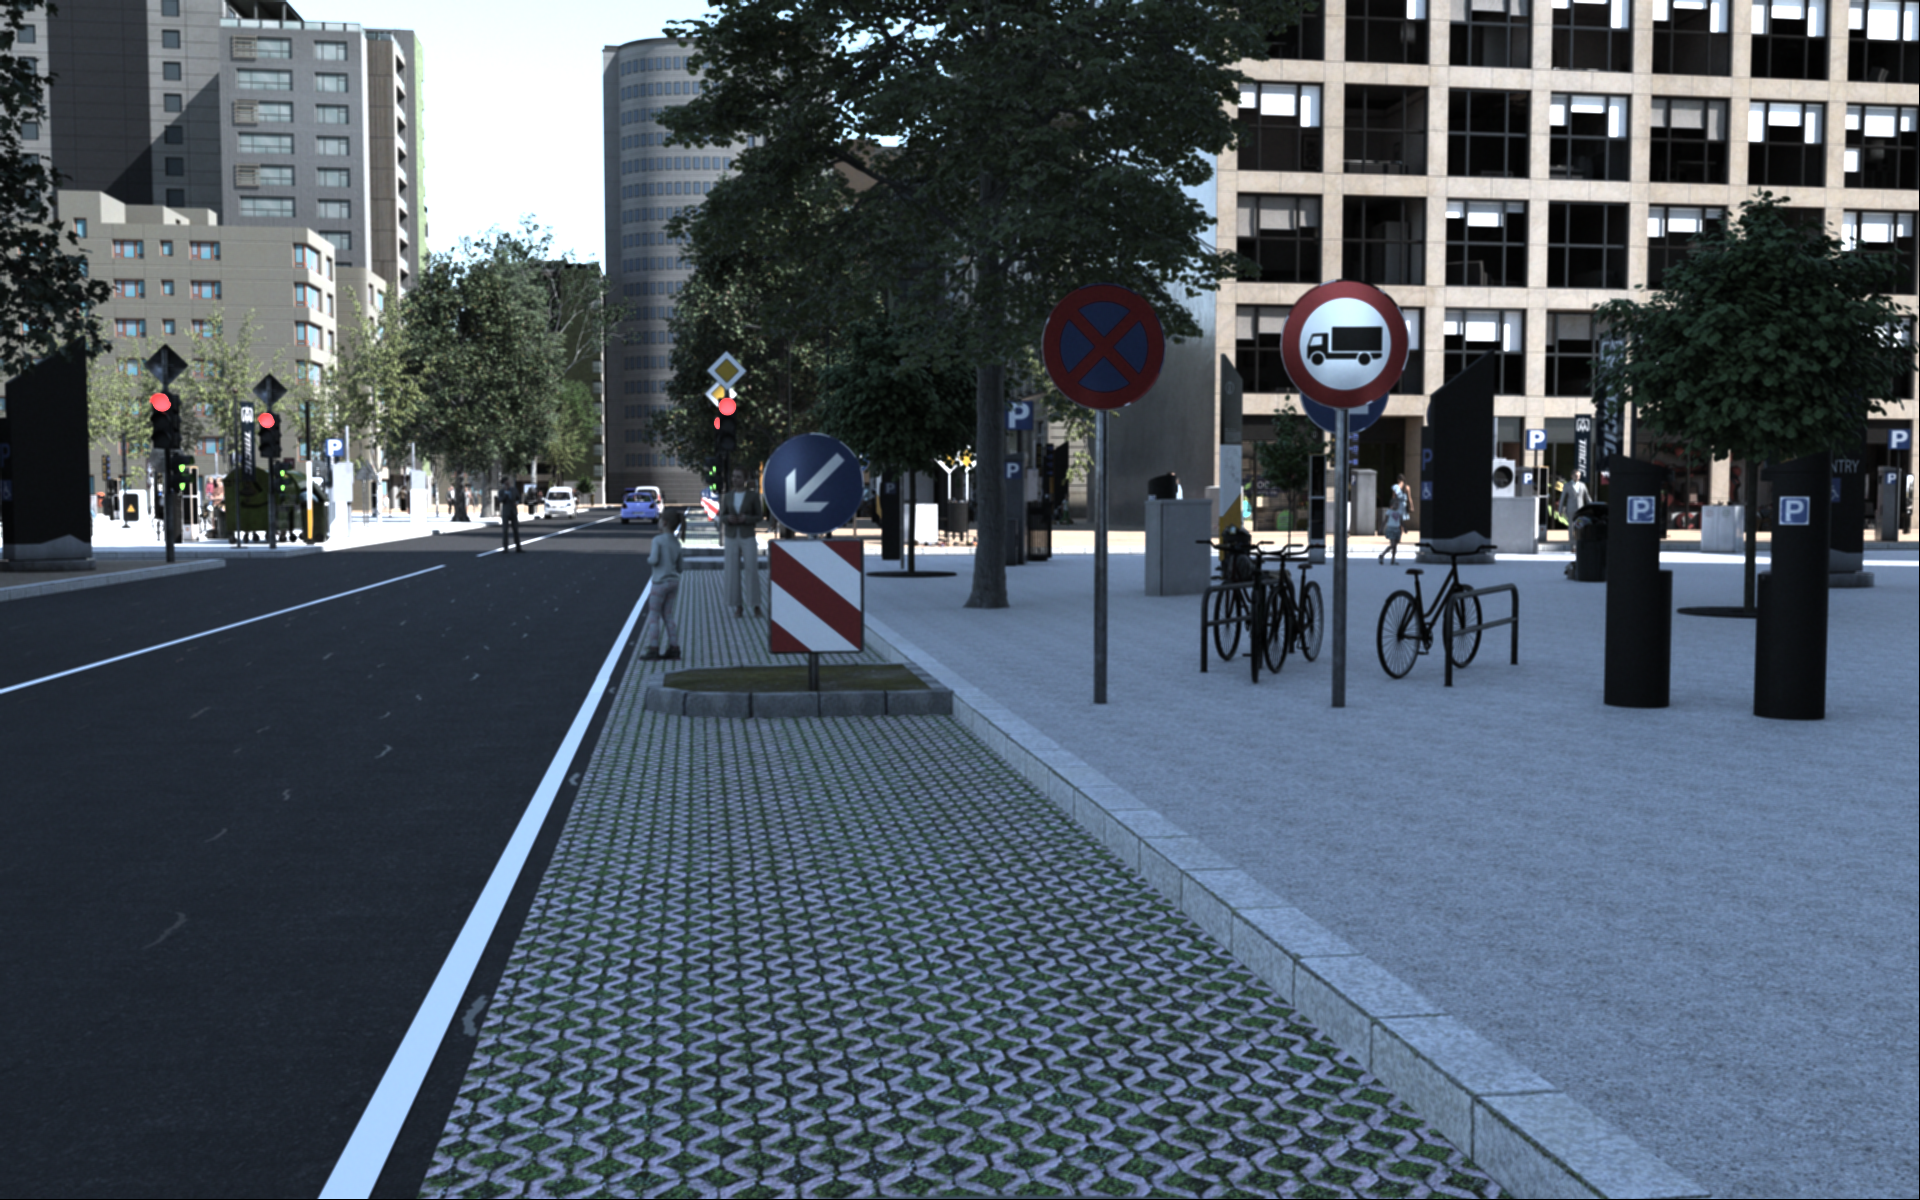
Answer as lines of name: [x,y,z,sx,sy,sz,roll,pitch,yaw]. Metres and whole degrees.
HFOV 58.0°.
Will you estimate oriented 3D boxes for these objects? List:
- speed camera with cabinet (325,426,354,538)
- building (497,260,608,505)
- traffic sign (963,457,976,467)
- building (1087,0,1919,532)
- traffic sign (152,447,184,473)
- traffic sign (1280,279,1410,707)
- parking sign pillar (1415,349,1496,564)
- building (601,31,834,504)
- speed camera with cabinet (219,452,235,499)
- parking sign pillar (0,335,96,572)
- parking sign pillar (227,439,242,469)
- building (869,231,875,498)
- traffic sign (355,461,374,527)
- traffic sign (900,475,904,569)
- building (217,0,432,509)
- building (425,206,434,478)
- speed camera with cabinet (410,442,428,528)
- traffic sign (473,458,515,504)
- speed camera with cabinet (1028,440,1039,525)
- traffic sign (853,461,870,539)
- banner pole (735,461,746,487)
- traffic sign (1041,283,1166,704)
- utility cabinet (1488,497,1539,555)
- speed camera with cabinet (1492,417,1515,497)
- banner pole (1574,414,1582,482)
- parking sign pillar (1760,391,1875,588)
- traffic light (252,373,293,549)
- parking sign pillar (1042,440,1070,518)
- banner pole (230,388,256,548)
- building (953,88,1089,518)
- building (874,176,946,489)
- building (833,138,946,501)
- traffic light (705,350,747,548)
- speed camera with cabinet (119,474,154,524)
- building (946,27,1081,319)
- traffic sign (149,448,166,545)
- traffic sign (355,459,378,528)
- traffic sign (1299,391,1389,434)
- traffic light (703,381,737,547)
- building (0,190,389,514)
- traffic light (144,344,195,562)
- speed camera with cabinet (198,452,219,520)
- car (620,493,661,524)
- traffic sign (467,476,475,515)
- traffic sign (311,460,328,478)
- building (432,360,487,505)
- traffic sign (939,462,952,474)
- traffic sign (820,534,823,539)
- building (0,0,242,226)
speed camera with cabinet: [-18.189,-3.447,50.688,0.660,3.252,2.038,-2,4,-25]
building: [-51.486,-27.219,216.736,14.107,30.474,14.160,-1,4,-9]
traffic sign: [0.200,-2.726,44.310,0.795,2.593,0.064,0,4,-5]
building: [23.913,-16.215,69.623,34.151,26.468,19.350,-1,4,-9]
traffic sign: [-18.976,-2.533,41.525,0.768,2.556,0.104,0,4,-2]
traffic sign: [2.284,-0.628,10.371,0.768,2.556,0.104,0,4,0]
parking sign pillar: [9.220,-2.671,32.142,1.447,3.967,1.447,-1,4,-20]
building: [-31.005,-41.586,221.932,28.212,58.520,21.231,-1,4,-9]
speed camera with cabinet: [-32.944,-5.130,78.206,0.660,3.252,2.038,-1,4,-22]
parking sign pillar: [-15.316,-2.477,28.979,1.447,3.967,1.447,2,4,35]
parking sign pillar: [-35.409,-5.924,85.329,1.447,3.967,1.447,1,4,20]
building: [-2.337,-24.608,174.039,14.160,30.474,14.107,-1,4,-9]
traffic sign: [-23.025,-4.084,66.883,0.768,2.556,0.104,0,4,-5]
traffic sign: [-0.989,-1.810,29.602,0.884,2.594,0.081,0,4,-3]
building: [-53.481,-28.345,147.036,14.154,41.232,14.086,-1,4,-9]
building: [-58.086,-24.066,165.184,14.107,30.474,14.160,-1,4,-9]
speed camera with cabinet: [-20.539,-4.364,65.687,0.660,3.252,2.038,-1,4,-16]
traffic sign: [-26.316,-6.355,97.784,2.265,3.308,0.079,0,4,-8]
speed camera with cabinet: [2.513,-4.238,63.628,0.660,3.252,2.038,0,4,-2]
traffic sign: [-2.658,-2.669,43.749,0.768,2.556,0.104,0,4,0]
banner pole: [-12.910,-6.803,101.253,0.863,3.779,0.401,1,4,10]
traffic sign: [0.862,-0.639,10.556,0.768,2.556,0.104,-1,4,-8]
utility cabinet: [11.842,-1.586,37.098,1.020,1.237,0.306,2,4,33]
speed camera with cabinet: [13.138,-3.057,44.323,2.038,3.252,0.660,-1,4,-12]
banner pole: [17.327,-3.535,47.810,0.863,3.779,0.401,0,4,-4]
parking sign pillar: [12.040,-2.187,24.234,1.447,3.967,1.447,-1,4,-22]
traffic light: [-16.030,-3.144,40.333,0.839,4.253,0.868,-1,4,-9]
parking sign pillar: [4.752,-5.993,86.465,1.447,3.967,1.447,0,4,-6]
banner pole: [-17.048,-3.132,41.231,0.401,3.779,0.863,1,4,19]
building: [9.592,-16.632,105.216,16.112,22.955,30.059,-1,4,-9]
building: [0.137,-23.742,159.880,14.160,30.474,14.107,-1,4,-9]
building: [-9.502,-34.978,221.993,14.200,45.320,14.600,-1,4,-9]
traffic light: [-4.584,-2.758,34.012,0.839,4.253,0.868,-1,4,-9]
speed camera with cabinet: [-34.414,-4.828,73.273,2.038,3.252,0.660,0,4,-6]
building: [11.821,-27.521,141.846,32.217,40.220,23.993,-1,4,-9]
traffic sign: [-19.952,-2.653,43.481,0.768,2.556,0.104,0,4,-4]
traffic sign: [-22.131,-3.954,64.650,0.884,2.594,0.081,0,4,-3]
traffic sign: [3.271,-0.901,14.842,0.768,2.556,0.104,0,4,-1]
traffic light: [-5.789,-3.241,41.906,0.839,4.253,0.868,-1,4,-9]
building: [-58.076,-17.107,124.733,27.650,21.520,28.899,-1,4,-9]
traffic light: [-14.825,-2.662,32.439,0.839,4.253,0.868,-1,4,-9]
speed camera with cabinet: [-36.021,-5.372,82.165,2.038,3.252,0.660,0,4,0]
car: [-15.535,-4.560,84.149,1.945,1.707,3.694,0,4,-8]
traffic sign: [-30.071,-6.545,107.112,0.768,2.556,0.104,0,4,-1]
traffic sign: [-23.838,-3.926,64.292,0.768,2.556,0.104,0,4,-4]
building: [-73.670,-22.924,219.848,28.899,21.520,27.650,-1,4,-9]
traffic sign: [-0.265,-2.806,45.617,0.795,2.593,0.064,0,4,0]
traffic sign: [-3.705,-2.829,46.364,0.768,2.556,0.104,0,4,-5]
building: [-75.237,-44.057,158.588,20.611,71.187,20.563,-1,4,-9]
